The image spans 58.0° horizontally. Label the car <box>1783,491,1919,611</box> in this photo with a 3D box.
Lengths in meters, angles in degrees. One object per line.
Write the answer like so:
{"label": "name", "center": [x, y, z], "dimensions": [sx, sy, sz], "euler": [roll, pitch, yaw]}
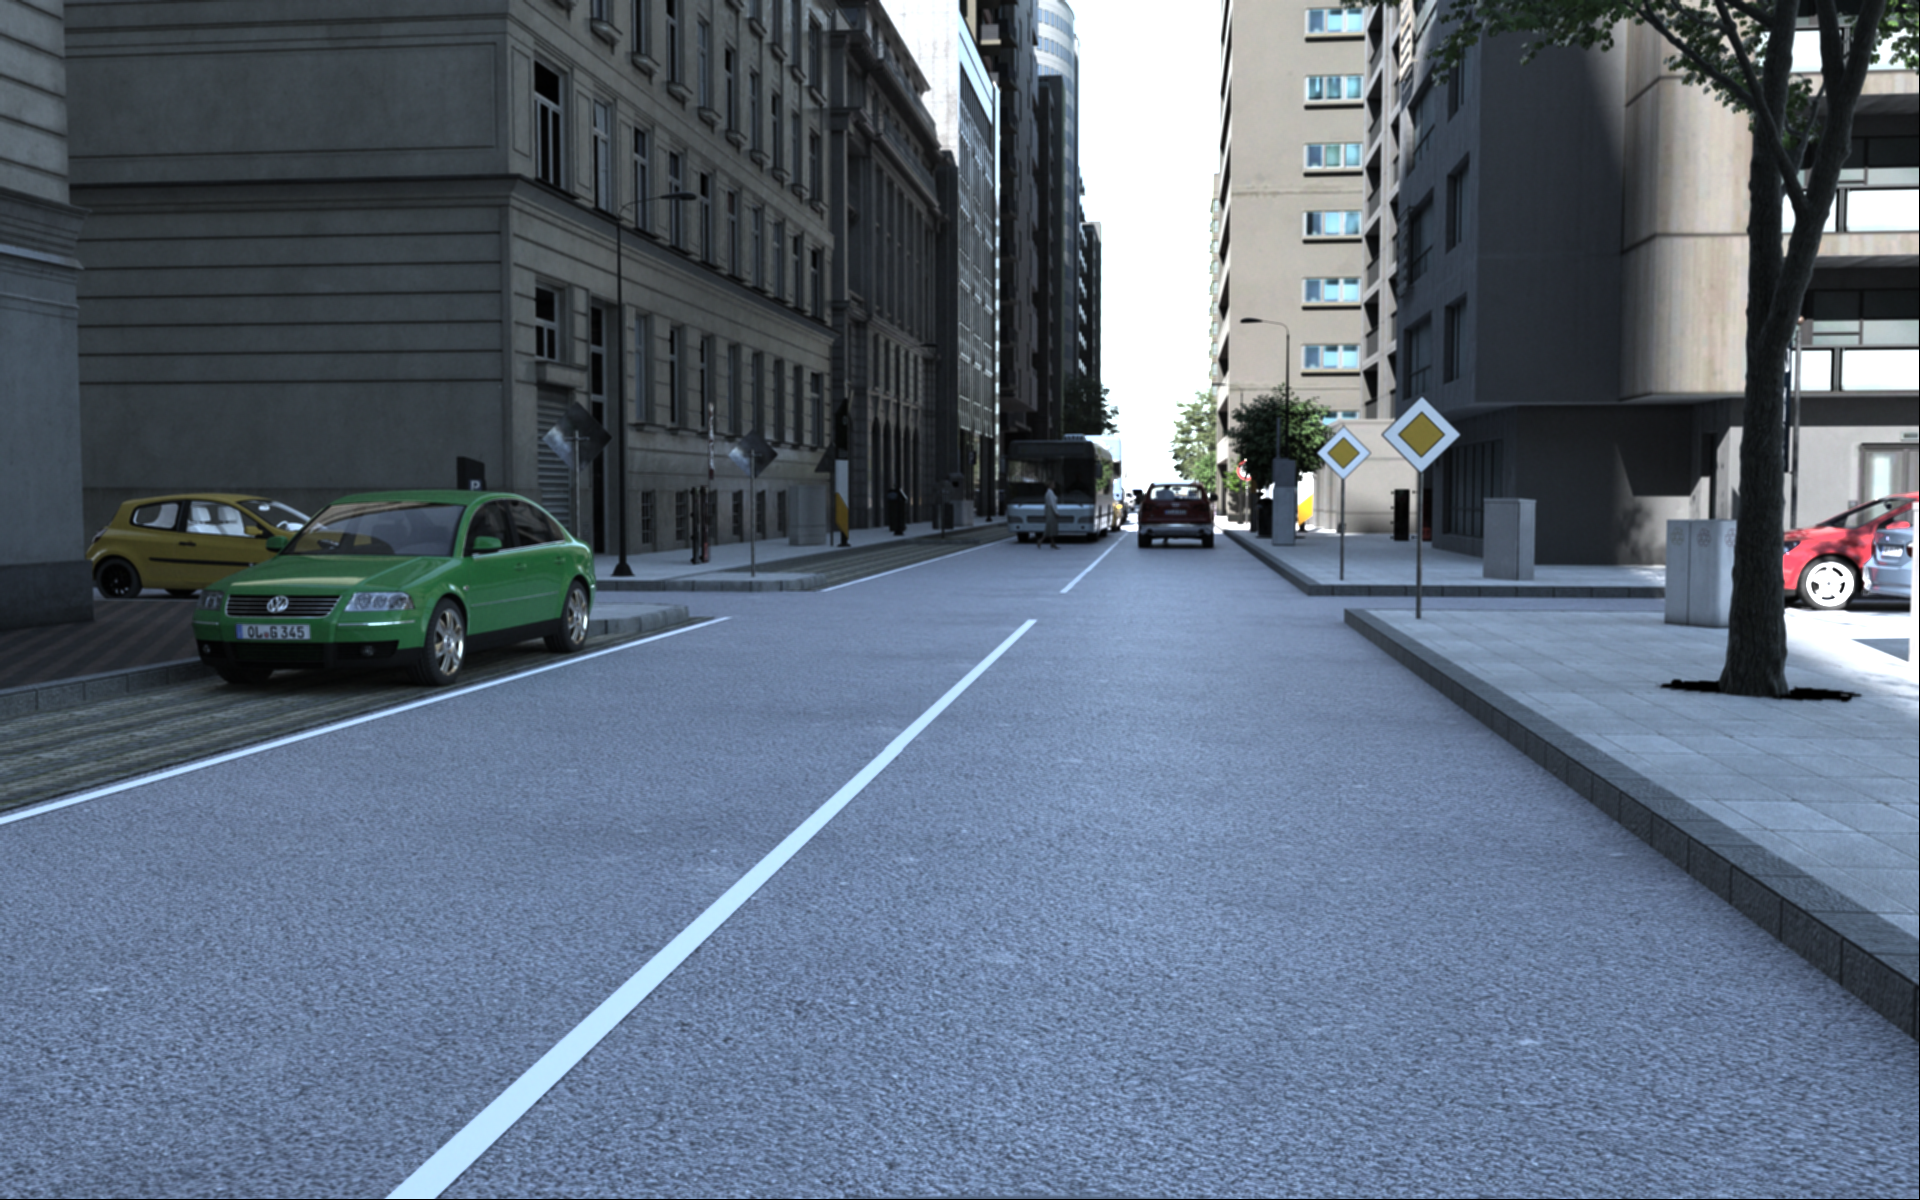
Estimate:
{"label": "car", "center": [12.036, -0.784, 21.862], "dimensions": [4.494, 1.783, 2.155], "euler": [0, 4, 7]}

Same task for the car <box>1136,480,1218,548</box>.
{"label": "car", "center": [5.976, -2.393, 47.797], "dimensions": [2.281, 1.827, 5.304], "euler": [0, 4, 8]}

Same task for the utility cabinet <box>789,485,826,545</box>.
{"label": "utility cabinet", "center": [-3.828, -2.125, 43.421], "dimensions": [0.318, 1.500, 1.173], "euler": [2, 4, 31]}

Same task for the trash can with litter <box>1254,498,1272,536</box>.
{"label": "trash can with litter", "center": [9.374, -2.576, 53.503], "dimensions": [0.624, 1.170, 1.055], "euler": [0, 4, 6]}

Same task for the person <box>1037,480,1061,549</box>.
{"label": "person", "center": [2.301, -2.225, 45.108], "dimensions": [0.641, 1.798, 0.478], "euler": [0, 4, 4]}

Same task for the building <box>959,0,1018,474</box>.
{"label": "building", "center": [-7.747, -28.276, 116.937], "dimensions": [22.147, 44.769, 28.867], "euler": [0, 4, 7]}

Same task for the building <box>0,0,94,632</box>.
{"label": "building", "center": [-18.193, -10.042, 13.338], "dimensions": [18.267, 20.994, 9.793], "euler": [0, 4, 7]}

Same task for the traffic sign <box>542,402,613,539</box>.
{"label": "traffic sign", "center": [-4.162, -0.930, 18.851], "dimensions": [0.795, 2.450, 0.064], "euler": [0, 4, 7]}

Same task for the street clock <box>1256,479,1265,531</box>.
{"label": "street clock", "center": [10.449, -3.414, 60.390], "dimensions": [0.471, 2.002, 0.358], "euler": [-3, 5, -45]}

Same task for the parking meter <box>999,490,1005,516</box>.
{"label": "parking meter", "center": [2.453, -5.682, 101.308], "dimensions": [0.372, 1.533, 0.369], "euler": [0, 3, 0]}

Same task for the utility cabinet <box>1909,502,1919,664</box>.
{"label": "utility cabinet", "center": [7.742, -0.119, 13.104], "dimensions": [1.020, 1.237, 0.306], "euler": [-1, 4, -10]}

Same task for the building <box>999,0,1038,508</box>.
{"label": "building", "center": [-7.659, -33.992, 145.015], "dimensions": [28.713, 52.752, 27.495], "euler": [0, 4, 7]}

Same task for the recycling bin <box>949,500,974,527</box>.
{"label": "recycling bin", "center": [0.061, -3.442, 68.835], "dimensions": [0.722, 1.027, 0.722], "euler": [3, 5, 40]}

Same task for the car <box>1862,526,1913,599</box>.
{"label": "car", "center": [12.689, -0.457, 19.468], "dimensions": [4.499, 1.417, 2.014], "euler": [0, 4, 6]}

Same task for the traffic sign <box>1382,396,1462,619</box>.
{"label": "traffic sign", "center": [4.715, -0.863, 17.760], "dimensions": [0.795, 2.450, 0.064], "euler": [0, 4, 7]}

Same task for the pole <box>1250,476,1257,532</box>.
{"label": "pole", "center": [9.867, -3.935, 58.175], "dimensions": [0.158, 3.312, 0.155], "euler": [0, 3, 0]}

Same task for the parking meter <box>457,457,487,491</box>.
{"label": "parking meter", "center": [-7.680, -1.318, 27.268], "dimensions": [0.255, 1.863, 0.399], "euler": [3, 5, 43]}

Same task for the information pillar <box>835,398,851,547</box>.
{"label": "information pillar", "center": [-2.859, -3.098, 42.005], "dimensions": [0.183, 3.616, 0.504], "euler": [2, 4, 27]}

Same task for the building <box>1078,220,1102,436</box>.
{"label": "building", "center": [13.354, -34.789, 252.402], "dimensions": [14.154, 41.232, 14.086], "euler": [0, 4, 7]}

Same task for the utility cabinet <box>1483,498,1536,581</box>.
{"label": "utility cabinet", "center": [8.286, -0.916, 26.132], "dimensions": [0.306, 1.237, 1.020], "euler": [-1, 4, -12]}

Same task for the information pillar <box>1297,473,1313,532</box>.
{"label": "information pillar", "center": [11.680, -4.113, 58.595], "dimensions": [0.504, 3.616, 0.183], "euler": [1, 4, 18]}

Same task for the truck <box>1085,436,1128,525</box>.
{"label": "truck", "center": [6.932, -5.865, 85.649], "dimensions": [2.967, 4.110, 18.799], "euler": [0, 4, 6]}

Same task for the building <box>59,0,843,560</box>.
{"label": "building", "center": [-13.163, -12.897, 44.154], "dimensions": [16.112, 22.955, 30.059], "euler": [0, 4, 7]}

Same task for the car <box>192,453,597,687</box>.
{"label": "car", "center": [-4.480, -0.338, 14.327], "dimensions": [1.959, 1.807, 4.718], "euler": [0, 4, 7]}

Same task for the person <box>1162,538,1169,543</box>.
{"label": "person", "center": [6.126, -2.621, 51.218], "dimensions": [0.638, 1.841, 0.748], "euler": [2, 4, 30]}

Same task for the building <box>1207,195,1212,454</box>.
{"label": "building", "center": [45.882, -35.944, 242.310], "dimensions": [22.147, 44.769, 28.867], "euler": [0, 4, 7]}

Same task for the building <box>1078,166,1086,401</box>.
{"label": "building", "center": [5.261, -37.379, 230.748], "dimensions": [23.786, 49.044, 30.456], "euler": [0, 4, 7]}

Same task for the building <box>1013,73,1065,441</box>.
{"label": "building", "center": [2.543, -29.446, 165.039], "dimensions": [14.154, 41.232, 14.086], "euler": [0, 4, 7]}

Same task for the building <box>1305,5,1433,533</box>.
{"label": "building", "center": [23.051, -37.892, 57.785], "dimensions": [20.563, 71.187, 20.611], "euler": [0, 4, 7]}

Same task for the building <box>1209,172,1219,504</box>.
{"label": "building", "center": [39.150, -32.908, 221.638], "dimensions": [14.154, 41.232, 14.086], "euler": [0, 4, 7]}

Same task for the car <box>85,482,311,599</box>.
{"label": "car", "center": [-9.798, -0.827, 23.747], "dimensions": [3.980, 1.641, 2.015], "euler": [0, 4, 6]}

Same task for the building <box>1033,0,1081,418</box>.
{"label": "building", "center": [2.599, -40.324, 201.288], "dimensions": [21.231, 58.520, 28.212], "euler": [0, 4, 7]}

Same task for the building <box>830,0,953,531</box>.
{"label": "building", "center": [-8.364, -14.007, 70.810], "dimensions": [13.314, 21.916, 24.055], "euler": [0, 4, 7]}

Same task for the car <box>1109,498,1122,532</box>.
{"label": "car", "center": [5.278, -3.460, 66.795], "dimensions": [2.015, 1.641, 3.980], "euler": [1, 4, 9]}

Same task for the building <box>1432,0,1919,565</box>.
{"label": "building", "center": [16.371, -21.346, 32.597], "dimensions": [14.086, 41.232, 14.154], "euler": [0, 4, 7]}

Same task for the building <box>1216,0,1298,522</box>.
{"label": "building", "center": [24.187, -28.373, 87.601], "dimensions": [21.300, 48.544, 21.600], "euler": [0, 4, 7]}

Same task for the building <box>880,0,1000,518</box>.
{"label": "building", "center": [-4.856, -16.790, 92.542], "dimensions": [12.078, 24.808, 19.932], "euler": [0, 4, 7]}

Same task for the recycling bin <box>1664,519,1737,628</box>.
{"label": "recycling bin", "center": [7.428, -0.269, 16.951], "dimensions": [0.722, 1.027, 0.722], "euler": [-1, 4, -19]}
